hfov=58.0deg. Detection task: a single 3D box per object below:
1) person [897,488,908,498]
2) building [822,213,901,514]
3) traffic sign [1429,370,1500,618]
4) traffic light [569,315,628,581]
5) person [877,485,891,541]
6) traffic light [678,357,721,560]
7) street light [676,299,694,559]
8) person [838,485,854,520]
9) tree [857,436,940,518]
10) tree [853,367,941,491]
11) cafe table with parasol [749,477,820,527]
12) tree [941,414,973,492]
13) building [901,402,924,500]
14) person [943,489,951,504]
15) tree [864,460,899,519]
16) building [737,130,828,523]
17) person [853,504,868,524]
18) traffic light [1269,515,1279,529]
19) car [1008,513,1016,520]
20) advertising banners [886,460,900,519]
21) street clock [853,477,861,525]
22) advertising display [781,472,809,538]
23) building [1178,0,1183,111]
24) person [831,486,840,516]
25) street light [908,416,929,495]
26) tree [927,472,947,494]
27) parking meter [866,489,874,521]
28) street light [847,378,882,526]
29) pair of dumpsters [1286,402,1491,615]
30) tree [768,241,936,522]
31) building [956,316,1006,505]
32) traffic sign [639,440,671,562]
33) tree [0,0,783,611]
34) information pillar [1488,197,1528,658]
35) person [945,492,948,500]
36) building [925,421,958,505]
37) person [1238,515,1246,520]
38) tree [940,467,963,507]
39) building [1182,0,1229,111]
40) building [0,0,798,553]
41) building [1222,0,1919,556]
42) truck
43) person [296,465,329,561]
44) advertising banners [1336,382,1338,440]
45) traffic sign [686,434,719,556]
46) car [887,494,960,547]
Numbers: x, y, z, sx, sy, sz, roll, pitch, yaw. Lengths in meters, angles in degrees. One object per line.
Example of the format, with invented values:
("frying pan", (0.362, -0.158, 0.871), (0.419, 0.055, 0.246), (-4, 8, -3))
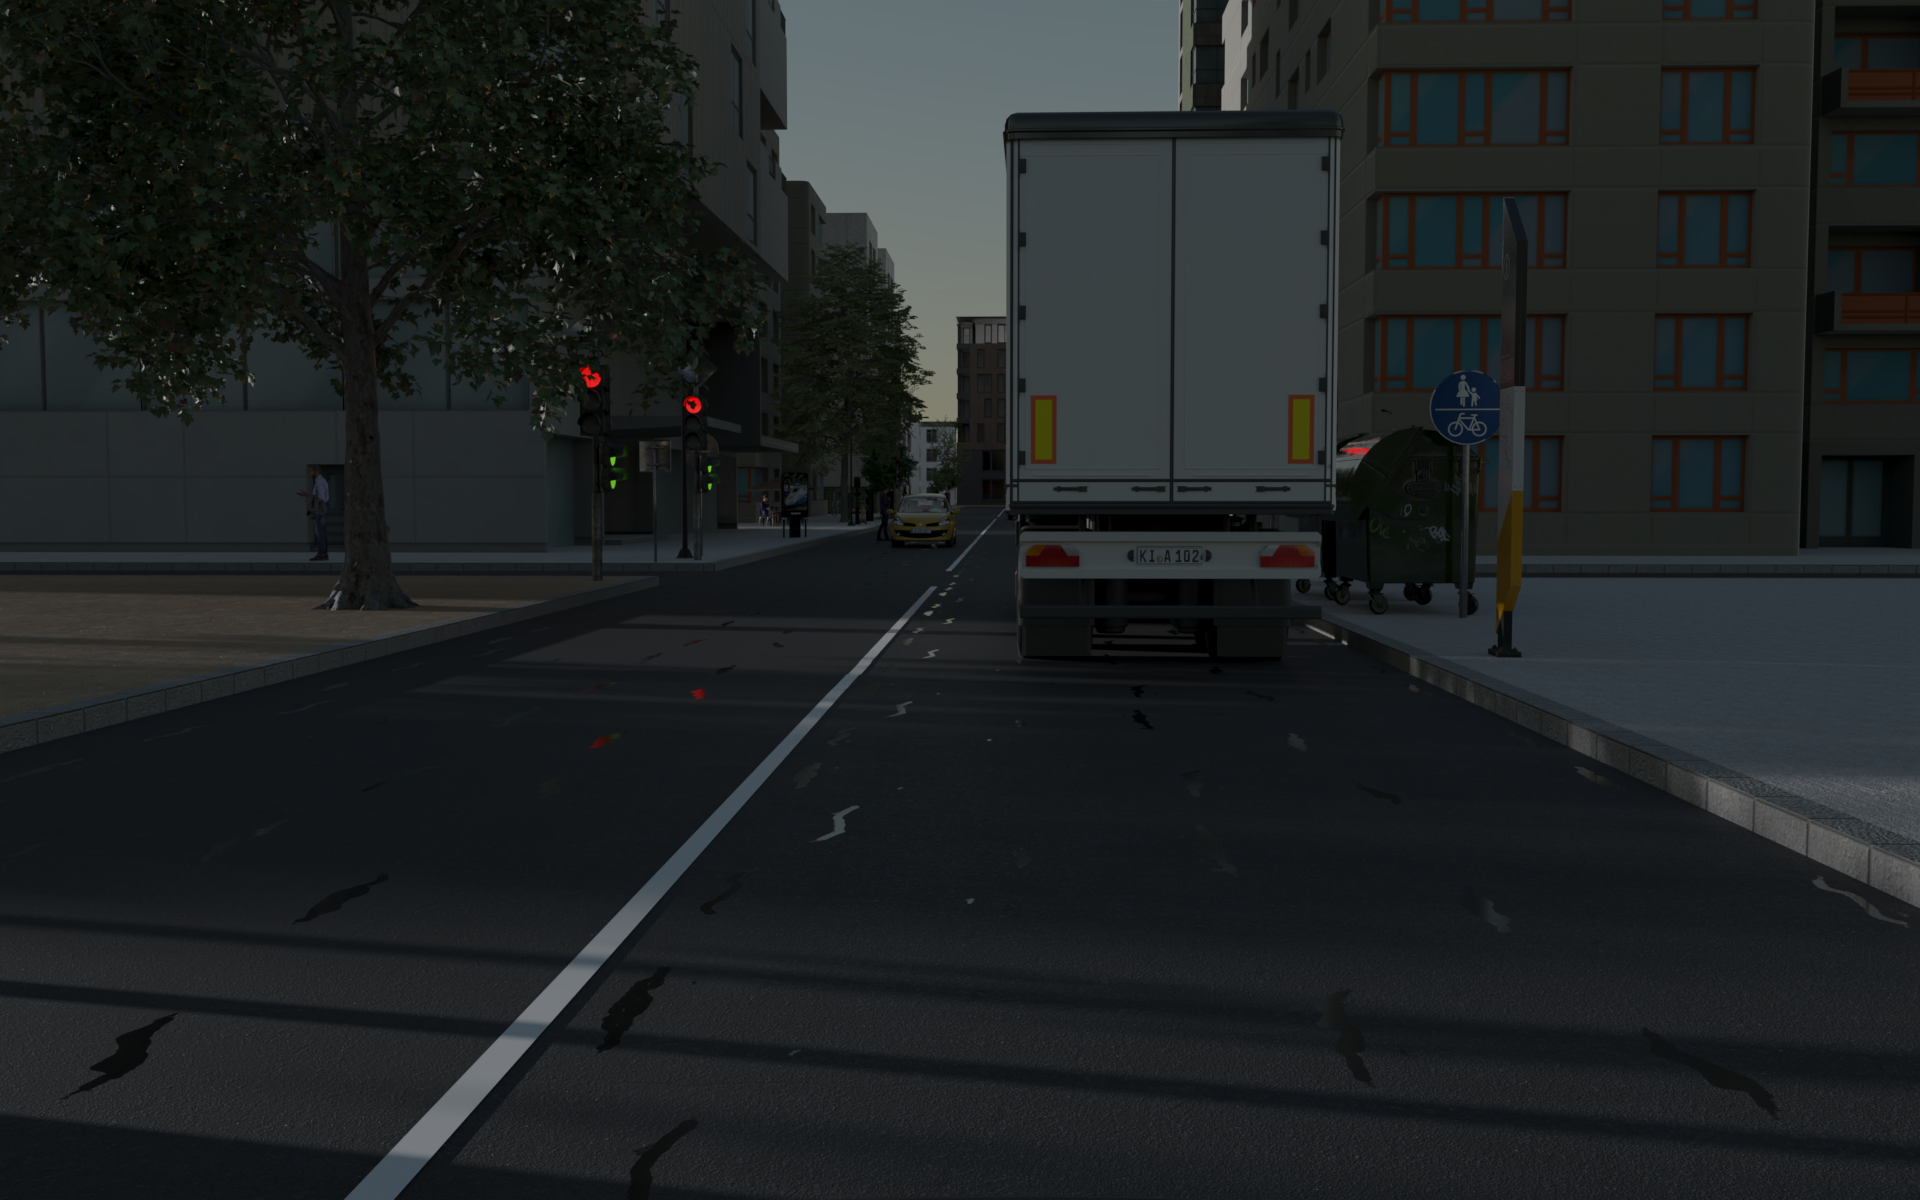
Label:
("person", (-4.024, -7.180, 124.149), (1.217, 1.735, 0.721), (-3, 4, -36))
("building", (-13.683, -15.818, 125.088), (16.747, 18.905, 31.486), (0, 4, 2))
("traffic sign", (5.216, -1.087, 17.884), (0.768, 2.556, 0.104), (0, 4, 5))
("traffic light", (-5.341, -2.236, 25.486), (0.839, 4.253, 0.868), (0, 4, 2))
("person", (-2.292, -2.655, 52.825), (0.530, 1.710, 0.541), (0, 4, 0))
("traffic light", (-5.070, -2.725, 33.467), (0.839, 4.253, 0.868), (0, 4, 2))
("street light", (-4.957, -3.785, 34.425), (1.470, 5.913, 1.316), (0, 4, 2))
("person", (-5.690, -4.845, 86.055), (0.742, 1.727, 0.445), (-2, 4, -31))
("tree", (-3.895, -6.789, 94.719), (4.285, 4.588, 4.351), (0, 3, 0))
("tree", (-4.174, -9.090, 98.981), (4.737, 8.622, 4.395), (0, 3, 0))
("cafe table with parasol", (-7.204, -4.166, 72.973), (2.610, 1.966, 2.610), (1, 4, 13))
("tree", (-1.047, -12.893, 161.162), (4.737, 8.622, 4.395), (0, 3, 0))
("building", (-8.738, -13.015, 154.942), (9.099, 9.664, 28.070), (0, 4, 2))
("person", (-1.188, -9.045, 154.462), (0.750, 1.759, 0.617), (0, 4, -2))
("tree", (-4.026, -5.709, 87.937), (1.663, 3.219, 1.824), (0, 3, 0))
("building", (-22.356, -15.028, 90.748), (27.650, 21.520, 28.899), (0, 4, 2))
("person", (-4.265, -3.661, 73.825), (0.695, 0.859, 0.347), (1, 4, 13))
("traffic light", (4.556, -2.217, 25.168), (0.839, 4.253, 0.868), (0, 4, 2))
("car", (3.570, -5.329, 97.349), (2.015, 1.641, 3.980), (0, 4, 4))
("advertising banners", (-3.555, -5.735, 89.947), (0.090, 3.025, 2.074), (-2, 4, -26))
("street clock", (-4.294, -4.147, 72.367), (0.358, 2.002, 0.471), (-1, 4, -11))
("advertising display", (-4.861, -2.797, 50.951), (0.123, 1.923, 0.974), (3, 5, 43))
("building", (21.149, -40.232, 96.038), (20.563, 71.187, 20.611), (0, 4, 2))
("person", (-7.350, -5.842, 102.290), (0.841, 1.734, 0.376), (3, 5, 39))
("street light", (-2.537, -8.027, 103.775), (1.470, 5.913, 1.316), (0, 4, 2))
("tree", (-2.095, -9.557, 150.857), (1.663, 3.219, 1.824), (0, 3, 0))
("parking meter", (-4.262, -4.485, 81.747), (0.372, 1.533, 0.369), (0, 3, 0))
("street light", (-3.828, -5.923, 69.383), (1.470, 5.913, 1.316), (0, 4, 2))
("pair of dumpsters", (4.919, -1.091, 20.334), (1.574, 2.255, 4.437), (0, 4, 2))
("tree", (-4.823, -9.790, 78.188), (7.486, 12.596, 7.792), (0, 3, 0))
("building", (16.201, -22.341, 209.249), (32.646, 21.610, 27.936), (0, 4, 2))
("traffic sign", (-5.737, -1.863, 32.595), (0.606, 2.300, 0.079), (0, 4, 8))
("tree", (-6.807, -6.248, 19.161), (9.611, 12.733, 9.660), (0, 3, 0))
("information pillar", (4.317, -1.358, 13.560), (0.183, 3.616, 0.504), (0, 4, 5))
("person", (-0.931, -5.509, 100.950), (0.546, 1.535, 0.453), (-3, 4, -36))
("building", (-14.463, -15.836, 201.065), (28.070, 9.664, 9.099), (0, 4, 2))
("person", (6.077, -1.862, 36.623), (0.434, 1.807, 0.598), (-1, 4, -15))
("tree", (-1.441, -11.762, 176.017), (4.285, 4.588, 4.351), (0, 3, 0))
("building", (17.052, -18.843, 79.789), (14.160, 30.474, 14.107), (0, 4, 2))
("building", (-19.724, -28.114, 48.906), (28.713, 52.752, 27.495), (0, 4, 2))
("building", (23.451, -12.458, 48.731), (28.899, 21.520, 27.650), (0, 4, 2))
("truck", (1.799, -1.798, 18.308), (2.839, 4.237, 11.283), (0, 4, 2))
("person", (-12.434, -1.672, 33.254), (0.599, 1.838, 0.709), (-1, 4, -16))
("advertising banners", (5.204, -1.716, 24.248), (0.090, 3.025, 2.074), (1, 4, 10))
("traffic sign", (-5.371, -2.186, 35.852), (0.768, 2.556, 0.104), (0, 4, 7))
("car", (-0.982, -2.306, 47.931), (2.015, 1.641, 3.980), (0, 4, 2))
